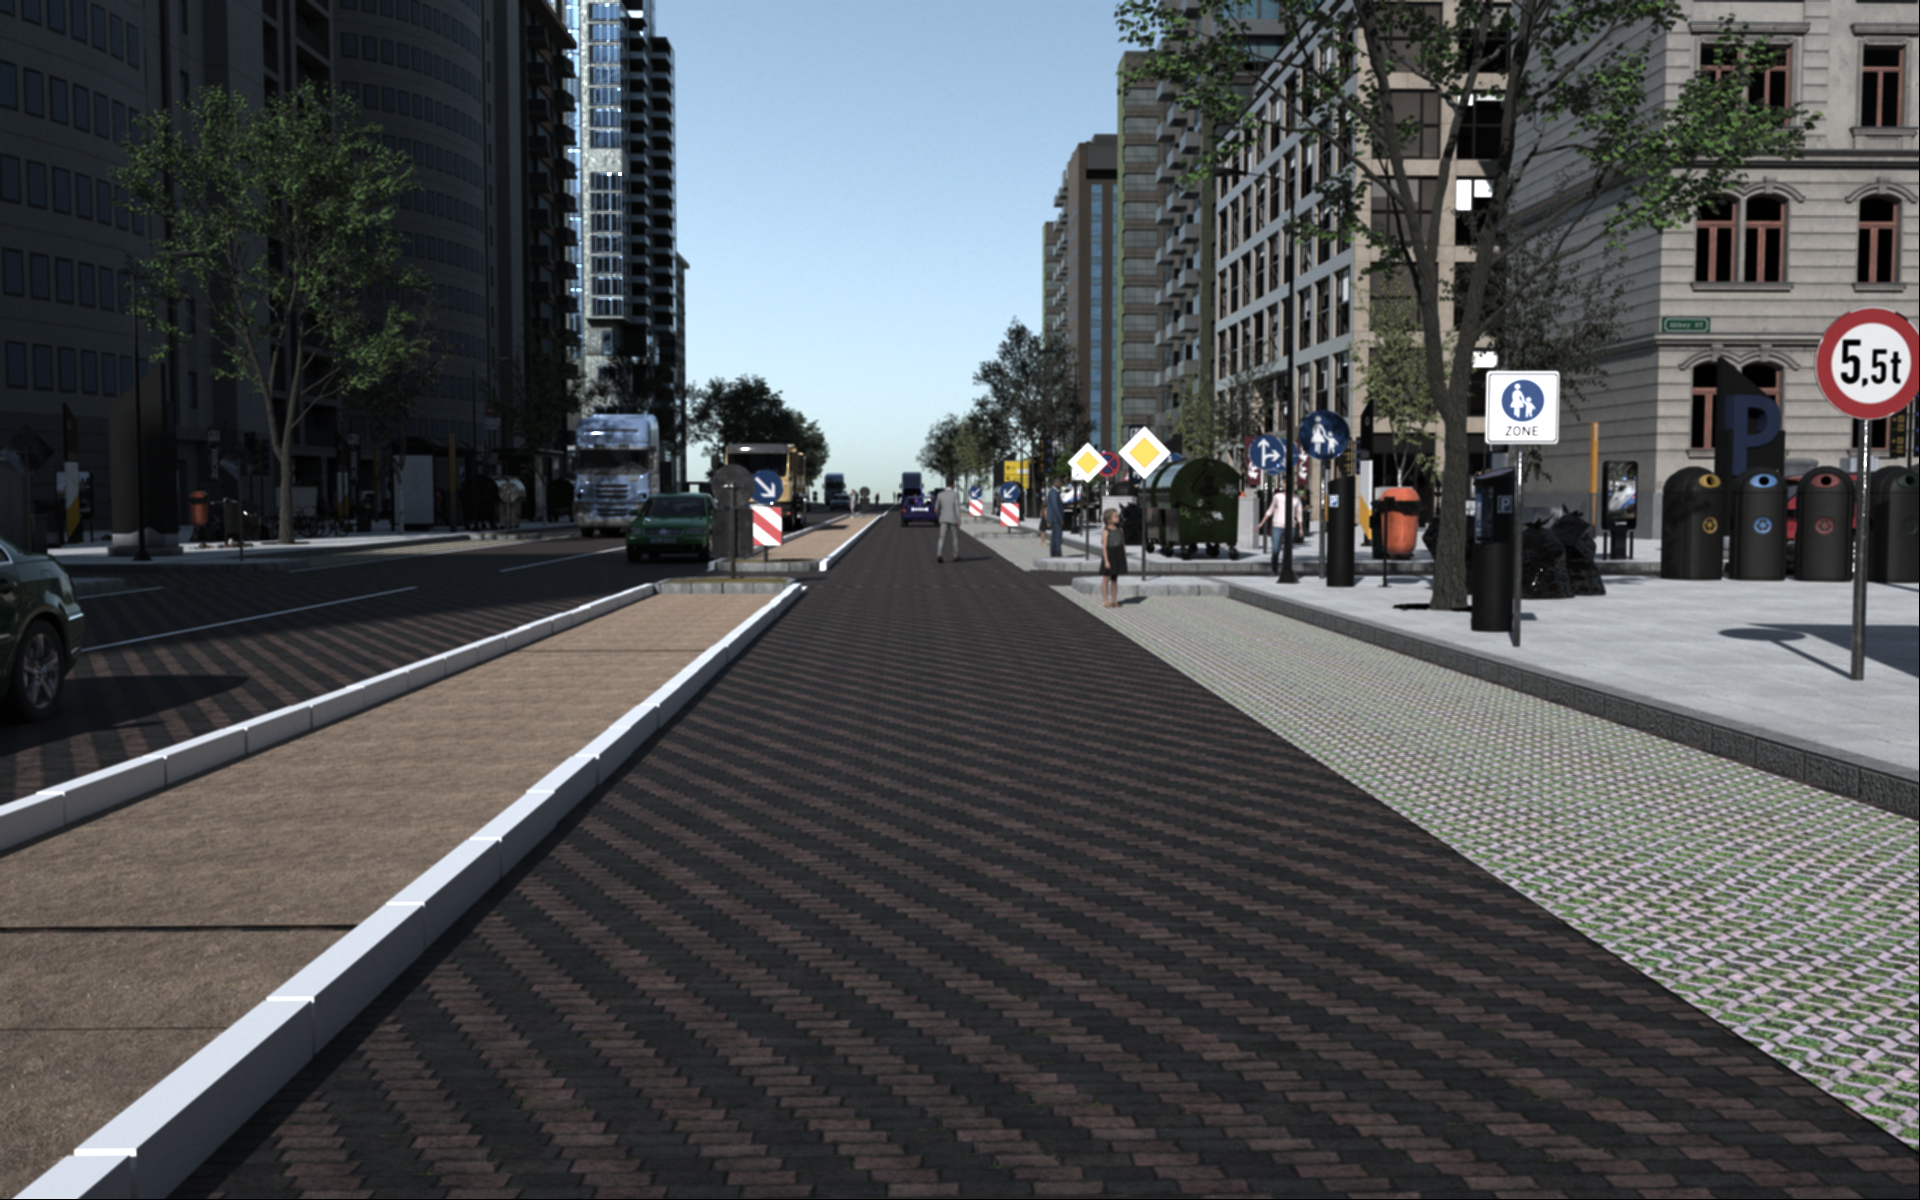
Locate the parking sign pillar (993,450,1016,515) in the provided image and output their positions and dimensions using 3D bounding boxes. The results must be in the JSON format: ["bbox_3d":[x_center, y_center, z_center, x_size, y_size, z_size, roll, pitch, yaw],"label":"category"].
[{"bbox_3d":[2.785,-7.221,106.533,1.447,3.967,1.447,0,4,2],"label":"parking sign pillar"}]

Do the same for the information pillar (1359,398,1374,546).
[{"bbox_3d":[10.002,-3.135,42.606,0.183,3.616,0.504,-1,4,-16],"label":"information pillar"}]

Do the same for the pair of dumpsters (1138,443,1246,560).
[{"bbox_3d":[4.714,-2.016,35.451,1.574,2.255,4.437,0,4,-2],"label":"pair of dumpsters"}]

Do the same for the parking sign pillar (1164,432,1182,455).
[{"bbox_3d":[8.937,-5.296,75.063,1.447,3.967,1.447,-1,4,-10],"label":"parking sign pillar"}]

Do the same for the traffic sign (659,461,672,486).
[{"bbox_3d":[-19.116,-6.988,108.122,2.265,3.308,0.079,0,4,2],"label":"traffic sign"}]

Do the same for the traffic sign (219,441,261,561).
[{"bbox_3d":[-13.723,-1.797,33.031,0.795,2.450,0.064,0,4,-2],"label":"traffic sign"}]

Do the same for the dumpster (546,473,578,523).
[{"bbox_3d":[-17.940,-4.641,78.373,1.502,2.255,1.985,0,4,-2],"label":"dumpster"}]

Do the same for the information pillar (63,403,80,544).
[{"bbox_3d":[-22.941,-3.263,44.703,0.183,3.616,0.504,0,4,4],"label":"information pillar"}]

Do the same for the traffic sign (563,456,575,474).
[{"bbox_3d":[-20.120,-6.042,92.665,2.265,3.308,0.079,0,4,5],"label":"traffic sign"}]

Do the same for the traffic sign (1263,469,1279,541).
[{"bbox_3d":[8.531,-2.880,47.186,0.768,2.556,0.104,0,4,0],"label":"traffic sign"}]

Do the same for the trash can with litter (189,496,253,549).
[{"bbox_3d":[-17.714,-1.852,41.343,1.678,1.210,2.233,1,4,13],"label":"trash can with litter"}]

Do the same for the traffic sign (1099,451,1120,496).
[{"bbox_3d":[4.363,-3.130,51.290,0.768,2.556,0.104,0,4,6],"label":"traffic sign"}]

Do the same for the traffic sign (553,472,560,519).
[{"bbox_3d":[-20.887,-5.439,89.029,0.768,2.556,0.104,0,4,5],"label":"traffic sign"}]

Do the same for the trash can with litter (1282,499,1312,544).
[{"bbox_3d":[8.533,-2.015,44.329,0.624,1.170,1.055,2,4,35],"label":"trash can with litter"}]

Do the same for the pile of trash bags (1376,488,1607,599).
[{"bbox_3d":[6.795,-0.799,22.817,1.912,1.369,3.447,-2,4,-31],"label":"pile of trash bags"}]

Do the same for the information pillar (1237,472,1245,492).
[{"bbox_3d":[9.134,-3.201,56.823,0.304,2.012,0.304,2,4,32],"label":"information pillar"}]

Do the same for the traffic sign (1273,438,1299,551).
[{"bbox_3d":[7.266,-2.391,39.200,0.768,2.556,0.104,0,4,1],"label":"traffic sign"}]

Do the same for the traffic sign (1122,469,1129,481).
[{"bbox_3d":[7.073,-4.341,70.972,0.884,2.594,0.081,0,4,6],"label":"traffic sign"}]

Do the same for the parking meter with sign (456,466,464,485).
[{"bbox_3d":[-30.931,-6.761,106.810,0.543,3.016,1.738,0,4,3],"label":"parking meter with sign"}]

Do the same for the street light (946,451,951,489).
[{"bbox_3d":[-0.798,-12.984,184.827,1.470,5.913,1.316,0,4,-2],"label":"street light"}]

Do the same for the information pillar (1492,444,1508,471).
[{"bbox_3d":[10.919,-2.670,35.011,0.183,3.616,0.504,-1,4,-13],"label":"information pillar"}]

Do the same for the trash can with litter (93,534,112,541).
[{"bbox_3d":[-23.484,-2.285,48.425,2.233,1.210,1.678,3,4,38],"label":"trash can with litter"}]

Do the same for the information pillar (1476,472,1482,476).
[{"bbox_3d":[17.416,-3.264,57.866,0.304,2.012,0.304,0,4,-6],"label":"information pillar"}]

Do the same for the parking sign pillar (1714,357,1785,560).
[{"bbox_3d":[15.603,-2.798,34.223,1.447,3.967,1.447,-1,4,-15],"label":"parking sign pillar"}]

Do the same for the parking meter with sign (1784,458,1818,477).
[{"bbox_3d":[17.740,-2.470,36.650,1.738,3.016,0.543,0,4,6],"label":"parking meter with sign"}]

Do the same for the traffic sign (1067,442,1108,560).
[{"bbox_3d":[2.464,-1.827,33.507,0.795,2.450,0.064,0,4,-2],"label":"traffic sign"}]

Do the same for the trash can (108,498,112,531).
[{"bbox_3d":[-28.016,-2.825,57.837,0.748,1.137,0.748,0,3,0],"label":"trash can"}]

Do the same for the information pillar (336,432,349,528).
[{"bbox_3d":[-23.222,-4.510,65.097,0.183,3.616,0.504,2,4,25],"label":"information pillar"}]

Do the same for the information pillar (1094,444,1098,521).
[{"bbox_3d":[6.335,-5.511,81.465,0.183,3.616,0.504,-1,4,-14],"label":"information pillar"}]

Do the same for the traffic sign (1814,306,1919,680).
[{"bbox_3d":[6.195,-0.720,11.879,0.768,2.556,0.104,0,4,-1],"label":"traffic sign"}]

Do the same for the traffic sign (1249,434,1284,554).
[{"bbox_3d":[6.552,-2.264,37.120,0.768,2.556,0.104,0,4,-1],"label":"traffic sign"}]

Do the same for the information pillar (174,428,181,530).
[{"bbox_3d":[-27.688,-4.272,61.199,0.183,3.616,0.504,-2,4,-26],"label":"information pillar"}]

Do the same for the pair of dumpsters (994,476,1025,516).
[{"bbox_3d":[2.808,-5.834,97.886,1.574,2.255,4.437,0,4,-2],"label":"pair of dumpsters"}]

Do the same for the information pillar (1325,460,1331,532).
[{"bbox_3d":[12.292,-4.073,57.942,0.183,3.616,0.504,2,4,28],"label":"information pillar"}]

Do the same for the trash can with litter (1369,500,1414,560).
[{"bbox_3d":[8.502,-1.379,33.926,0.624,1.170,1.055,-2,4,-25],"label":"trash can with litter"}]

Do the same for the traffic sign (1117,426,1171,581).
[{"bbox_3d":[2.710,-1.338,25.525,0.795,2.450,0.064,0,4,-2],"label":"traffic sign"}]

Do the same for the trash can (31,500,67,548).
[{"bbox_3d":[-21.638,-1.805,41.172,0.748,1.137,0.748,0,3,0],"label":"trash can"}]

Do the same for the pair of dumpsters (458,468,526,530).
[{"bbox_3d":[-17.019,-3.703,63.039,1.574,2.255,4.437,0,4,-2],"label":"pair of dumpsters"}]

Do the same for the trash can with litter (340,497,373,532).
[{"bbox_3d":[-20.303,-2.865,58.237,1.055,1.170,0.624,0,4,-5],"label":"trash can with litter"}]

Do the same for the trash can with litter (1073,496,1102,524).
[{"bbox_3d":[5.907,-3.932,75.349,2.233,1.210,1.678,-3,5,-40],"label":"trash can with litter"}]

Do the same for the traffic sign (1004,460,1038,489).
[{"bbox_3d":[3.762,-6.773,104.609,2.265,3.308,0.079,0,3,0],"label":"traffic sign"}]

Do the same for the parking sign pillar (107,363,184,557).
[{"bbox_3d":[-17.014,-2.912,36.078,1.447,3.967,1.447,1,4,14],"label":"parking sign pillar"}]

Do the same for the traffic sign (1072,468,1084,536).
[{"bbox_3d":[3.687,-3.088,52.616,0.606,2.300,0.079,0,4,0],"label":"traffic sign"}]

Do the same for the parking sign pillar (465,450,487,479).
[{"bbox_3d":[-25.988,-6.403,93.169,1.447,3.967,1.447,2,4,30],"label":"parking sign pillar"}]

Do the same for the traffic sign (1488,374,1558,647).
[{"bbox_3d":[4.680,-0.756,14.496,0.606,2.300,0.079,0,4,0],"label":"traffic sign"}]

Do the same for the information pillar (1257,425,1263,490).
[{"bbox_3d":[10.201,-4.134,58.951,0.183,3.616,0.504,0,4,-5],"label":"information pillar"}]

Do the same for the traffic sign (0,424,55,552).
[{"bbox_3d":[-13.477,-1.309,25.049,0.795,2.450,0.064,0,4,-2],"label":"traffic sign"}]

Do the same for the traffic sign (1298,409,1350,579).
[{"bbox_3d":[5.492,-1.597,26.210,0.768,2.556,0.104,0,4,3],"label":"traffic sign"}]

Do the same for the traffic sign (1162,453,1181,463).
[{"bbox_3d":[6.554,-3.260,53.413,0.768,2.556,0.104,0,4,0],"label":"traffic sign"}]

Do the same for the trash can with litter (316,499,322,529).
[{"bbox_3d":[-24.043,-3.179,63.035,1.678,1.210,2.233,2,4,33],"label":"trash can with litter"}]

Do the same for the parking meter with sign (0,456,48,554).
[{"bbox_3d":[-19.101,-2.342,34.553,0.543,3.016,1.738,1,4,19],"label":"parking meter with sign"}]
